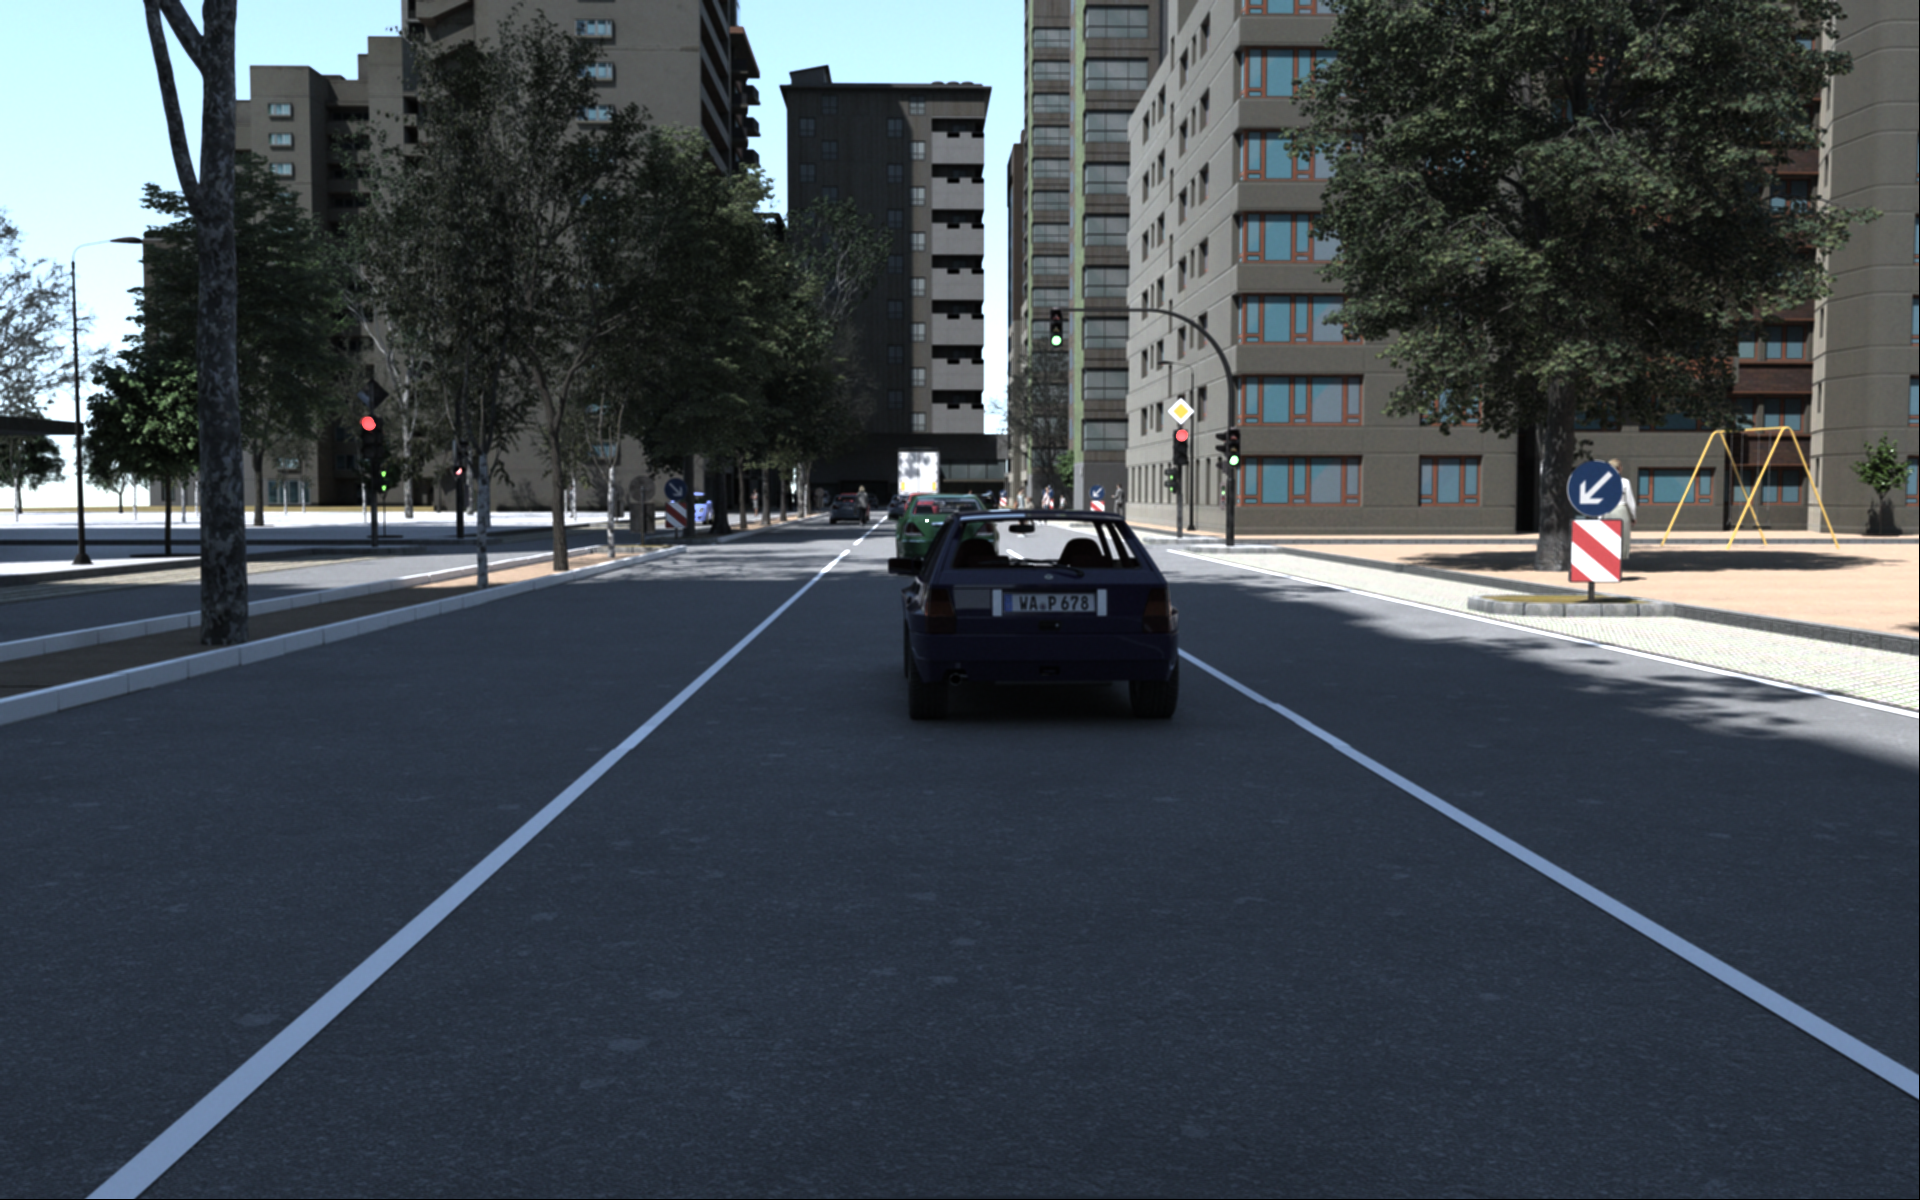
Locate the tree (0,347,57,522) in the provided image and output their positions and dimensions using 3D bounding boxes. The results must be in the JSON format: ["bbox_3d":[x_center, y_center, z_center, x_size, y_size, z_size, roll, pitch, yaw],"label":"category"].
[{"bbox_3d":[-43.509,-7.897,79.480,4.360,8.622,3.978,0,3,0],"label":"tree"}]

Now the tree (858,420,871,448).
[{"bbox_3d":[-10.187,-11.057,117.651,8.767,10.594,7.601,0,4,-2],"label":"tree"}]

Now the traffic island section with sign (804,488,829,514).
[{"bbox_3d":[-10.182,-7.152,125.074,2.006,1.907,1.989,0,4,-2],"label":"traffic island section with sign"}]

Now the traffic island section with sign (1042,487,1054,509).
[{"bbox_3d":[5.031,-5.725,102.239,1.989,1.847,2.006,0,4,-2],"label":"traffic island section with sign"}]

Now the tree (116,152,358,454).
[{"bbox_3d":[-23.681,-8.494,57.001,7.486,12.596,7.792,0,3,0],"label":"tree"}]

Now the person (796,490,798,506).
[{"bbox_3d":[-17.373,-10.844,185.437,1.348,1.869,0.705,-3,5,-43],"label":"person"}]

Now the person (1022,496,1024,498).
[{"bbox_3d":[4.443,-6.934,126.149,0.394,1.301,0.425,0,4,-8],"label":"person"}]

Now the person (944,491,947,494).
[{"bbox_3d":[-1.572,-11.285,192.975,0.705,1.831,1.348,1,4,10],"label":"person"}]

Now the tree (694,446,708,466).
[{"bbox_3d":[-18.960,-11.895,120.239,9.928,11.665,9.643,0,3,0],"label":"tree"}]

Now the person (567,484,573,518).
[{"bbox_3d":[-21.084,-5.355,93.795,0.583,1.804,0.606,-3,5,-40],"label":"person"}]

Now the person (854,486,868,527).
[{"bbox_3d":[-4.379,-4.128,76.169,0.709,1.800,0.728,0,4,-3],"label":"person"}]

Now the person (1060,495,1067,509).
[{"bbox_3d":[6.589,-6.100,110.788,0.505,1.210,0.382,1,4,18],"label":"person"}]

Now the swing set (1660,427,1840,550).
[{"bbox_3d":[18.929,-2.696,41.697,2.862,2.851,3.119,0,4,-8],"label":"swing set"}]

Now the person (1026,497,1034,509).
[{"bbox_3d":[2.987,-3.745,74.003,0.475,1.303,0.640,3,4,39],"label":"person"}]

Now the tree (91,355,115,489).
[{"bbox_3d":[-41.373,-8.333,86.615,4.360,8.622,3.978,0,3,0],"label":"tree"}]

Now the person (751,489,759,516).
[{"bbox_3d":[-13.260,-6.296,111.798,0.532,1.782,0.716,0,4,-4],"label":"person"}]

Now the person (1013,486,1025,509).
[{"bbox_3d":[2.043,-2.964,57.962,0.522,1.701,0.512,-1,4,-10],"label":"person"}]

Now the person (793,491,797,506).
[{"bbox_3d":[-17.241,-10.558,181.206,0.705,1.814,1.350,1,4,17],"label":"person"}]

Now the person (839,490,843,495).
[{"bbox_3d":[-10.836,-9.243,159.762,1.348,1.807,0.705,3,4,36],"label":"person"}]

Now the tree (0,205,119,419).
[{"bbox_3d":[-39.385,-9.719,69.278,12.009,13.543,11.850,0,3,0],"label":"tree"}]

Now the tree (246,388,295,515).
[{"bbox_3d":[-41.618,-9.517,105.960,4.360,8.622,3.978,0,3,0],"label":"tree"}]

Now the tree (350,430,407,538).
[{"bbox_3d":[-17.108,-3.448,50.981,1.663,3.219,1.824,0,3,0],"label":"tree"}]

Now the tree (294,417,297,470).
[{"bbox_3d":[-26.403,-7.749,77.051,4.360,8.622,3.978,0,3,0],"label":"tree"}]

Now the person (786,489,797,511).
[{"bbox_3d":[-14.350,-8.482,146.805,1.348,1.869,0.705,2,4,33],"label":"person"}]

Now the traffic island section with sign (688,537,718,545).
[{"bbox_3d":[-8.099,-2.558,49.965,2.006,1.907,1.989,0,4,-2],"label":"traffic island section with sign"}]

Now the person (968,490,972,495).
[{"bbox_3d":[0.888,-7.396,129.956,0.750,1.759,0.617,-2,4,-23],"label":"person"}]

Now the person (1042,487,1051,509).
[{"bbox_3d":[3.789,-4.242,78.523,0.598,1.740,0.731,1,4,8],"label":"person"}]

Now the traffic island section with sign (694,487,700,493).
[{"bbox_3d":[-15.576,-5.691,101.681,1.989,1.847,2.006,0,4,-2],"label":"traffic island section with sign"}]

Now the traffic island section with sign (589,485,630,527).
[{"bbox_3d":[-14.833,-4.043,74.736,1.989,1.847,2.006,0,4,-2],"label":"traffic island section with sign"}]

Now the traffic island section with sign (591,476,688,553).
[{"bbox_3d":[-7.904,-2.105,42.560,2.006,1.907,1.989,0,4,-2],"label":"traffic island section with sign"}]

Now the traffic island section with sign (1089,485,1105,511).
[{"bbox_3d":[5.778,-4.077,75.294,1.989,1.847,2.006,0,4,-2],"label":"traffic island section with sign"}]

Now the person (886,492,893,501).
[{"bbox_3d":[-8.169,-11.751,201.337,1.217,1.735,0.721,-1,4,-19],"label":"person"}]

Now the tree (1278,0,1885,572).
[{"bbox_3d":[10.022,-7.461,28.638,9.857,13.997,8.962,0,3,0],"label":"tree"}]

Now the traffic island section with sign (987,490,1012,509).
[{"bbox_3d":[3.652,-8.795,152.431,1.989,1.847,2.006,0,4,-2],"label":"traffic island section with sign"}]

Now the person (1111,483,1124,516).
[{"bbox_3d":[7.622,-4.736,83.680,0.583,1.804,0.606,3,4,37],"label":"person"}]

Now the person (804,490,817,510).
[{"bbox_3d":[-13.032,-8.770,151.902,1.348,1.822,0.705,-1,4,-8],"label":"person"}]

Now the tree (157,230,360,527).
[{"bbox_3d":[-27.775,-8.724,68.386,9.928,11.665,9.643,0,3,0],"label":"tree"}]

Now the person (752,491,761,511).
[{"bbox_3d":[-17.178,-8.399,146.615,0.721,1.735,1.217,-3,5,-43],"label":"person"}]

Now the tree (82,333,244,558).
[{"bbox_3d":[-16.311,-3.166,35.473,4.285,4.588,4.351,0,3,0],"label":"tree"}]

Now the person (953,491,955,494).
[{"bbox_3d":[-0.604,-9.995,172.840,0.530,1.710,0.541,0,4,2],"label":"person"}]

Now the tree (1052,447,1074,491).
[{"bbox_3d":[7.376,-7.543,107.040,4.285,4.588,4.351,0,3,0],"label":"tree"}]

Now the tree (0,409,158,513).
[{"bbox_3d":[-62.631,-9.107,111.801,11.467,7.101,20.602,2,4,30],"label":"tree"}]

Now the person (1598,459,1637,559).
[{"bbox_3d":[9.606,-1.173,25.445,0.641,1.798,0.478,-3,4,-37],"label":"person"}]

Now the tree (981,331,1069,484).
[{"bbox_3d":[6.763,-13.550,131.911,12.009,13.543,11.850,0,3,0],"label":"tree"}]

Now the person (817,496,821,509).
[{"bbox_3d":[-13.801,-9.786,169.328,0.721,1.723,1.217,-3,5,-44],"label":"person"}]

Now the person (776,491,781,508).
[{"bbox_3d":[-18.137,-10.054,173.601,0.721,1.735,1.217,1,4,18],"label":"person"}]

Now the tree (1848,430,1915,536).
[{"bbox_3d":[28.229,-3.558,52.774,1.663,3.219,1.824,0,3,0],"label":"tree"}]

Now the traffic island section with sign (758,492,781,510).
[{"bbox_3d":[-16.969,-8.761,151.863,1.989,1.847,2.006,0,4,-2],"label":"traffic island section with sign"}]

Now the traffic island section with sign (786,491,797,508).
[{"bbox_3d":[-17.708,-10.409,178.808,1.989,1.847,2.006,0,4,-2],"label":"traffic island section with sign"}]

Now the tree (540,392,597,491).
[{"bbox_3d":[-27.477,-10.518,122.325,4.737,8.622,4.395,0,3,0],"label":"tree"}]

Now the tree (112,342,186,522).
[{"bbox_3d":[-35.633,-7.848,78.671,4.360,8.622,3.978,0,3,0],"label":"tree"}]

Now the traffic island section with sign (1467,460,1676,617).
[{"bbox_3d":[7.285,-0.756,20.989,1.989,1.847,2.006,0,4,-2],"label":"traffic island section with sign"}]

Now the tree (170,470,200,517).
[{"bbox_3d":[-42.765,-8.947,96.653,4.737,8.622,4.395,0,3,0],"label":"tree"}]

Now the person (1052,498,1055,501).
[{"bbox_3d":[6.785,-7.433,130.794,0.599,1.433,0.991,-3,4,-38],"label":"person"}]

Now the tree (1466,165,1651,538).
[{"bbox_3d":[13.160,-5.378,38.290,4.360,8.622,3.978,0,3,0],"label":"tree"}]
